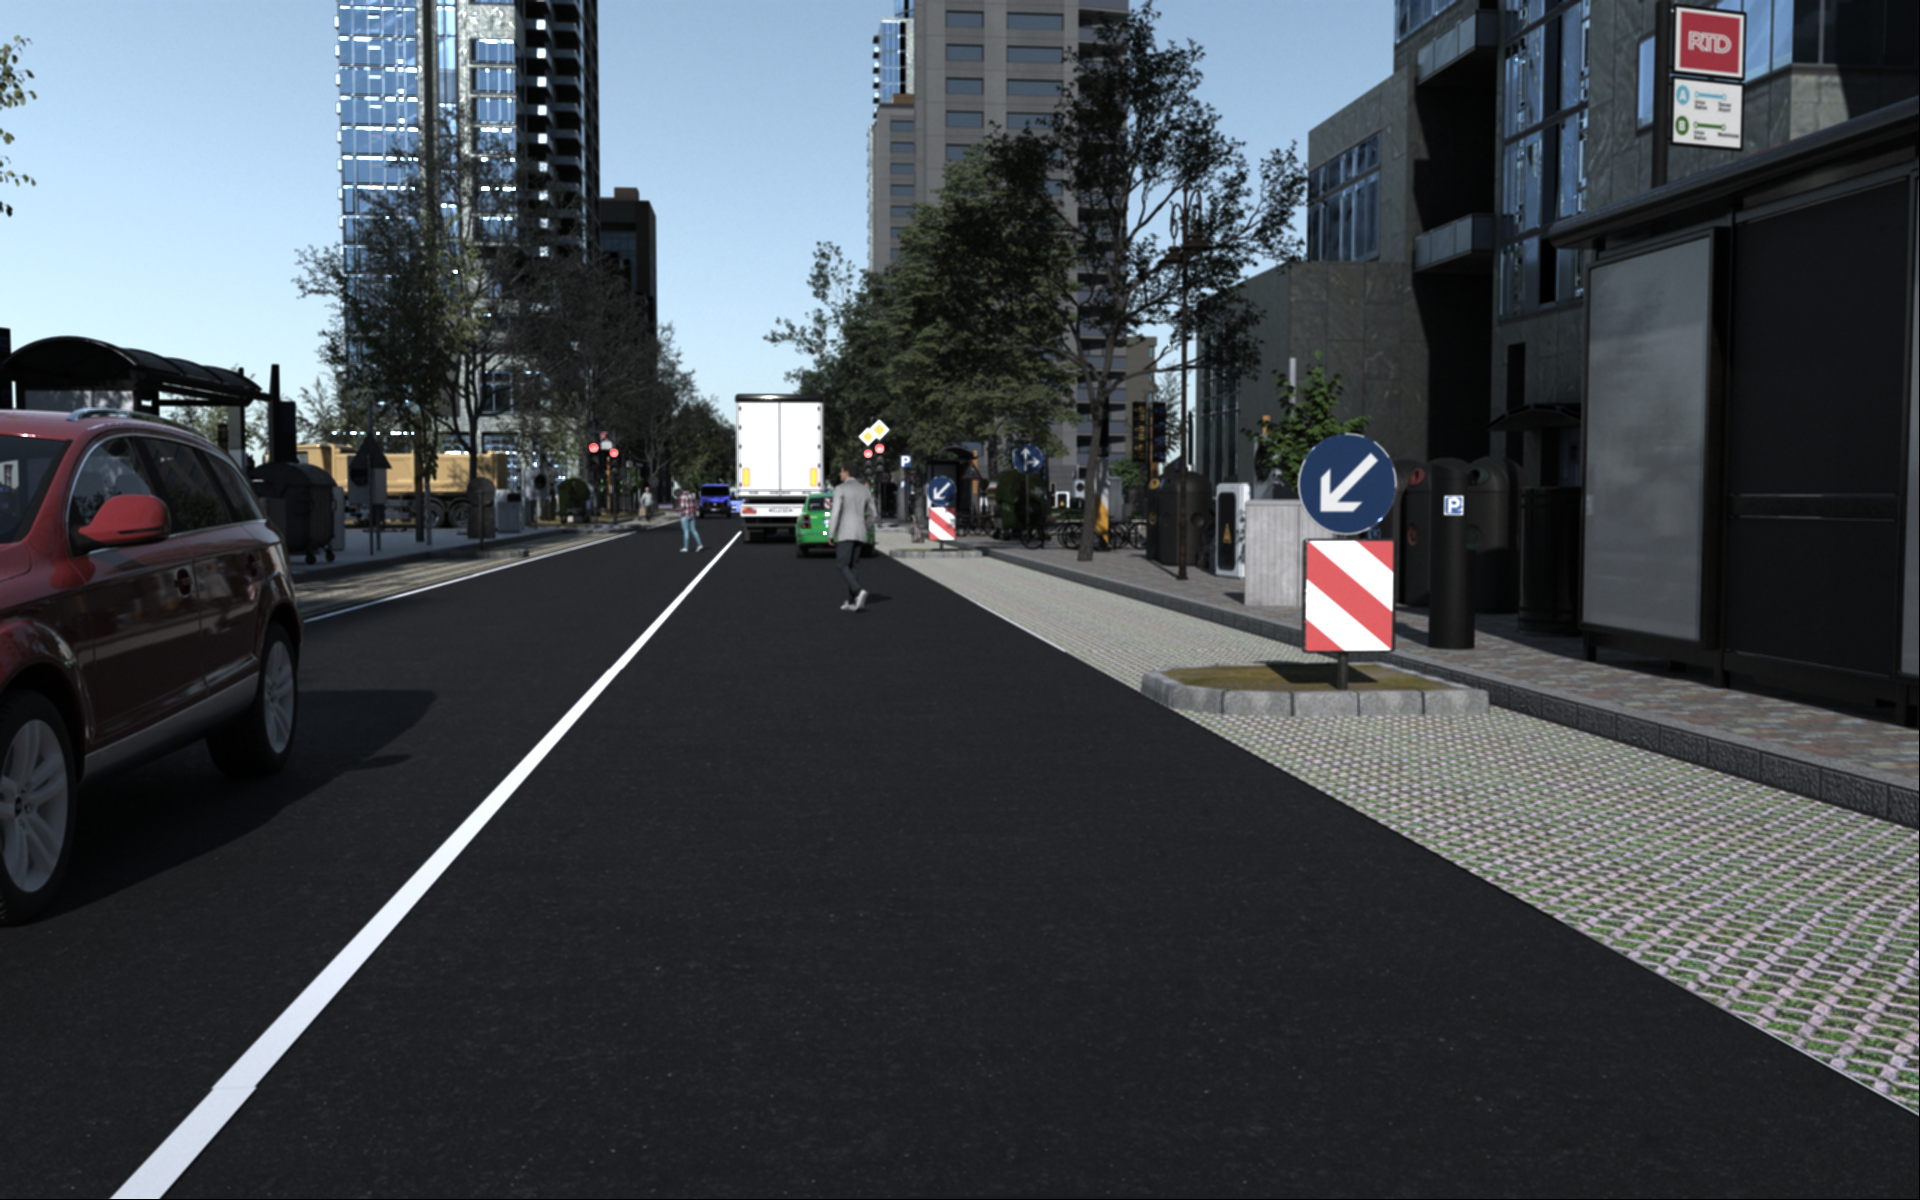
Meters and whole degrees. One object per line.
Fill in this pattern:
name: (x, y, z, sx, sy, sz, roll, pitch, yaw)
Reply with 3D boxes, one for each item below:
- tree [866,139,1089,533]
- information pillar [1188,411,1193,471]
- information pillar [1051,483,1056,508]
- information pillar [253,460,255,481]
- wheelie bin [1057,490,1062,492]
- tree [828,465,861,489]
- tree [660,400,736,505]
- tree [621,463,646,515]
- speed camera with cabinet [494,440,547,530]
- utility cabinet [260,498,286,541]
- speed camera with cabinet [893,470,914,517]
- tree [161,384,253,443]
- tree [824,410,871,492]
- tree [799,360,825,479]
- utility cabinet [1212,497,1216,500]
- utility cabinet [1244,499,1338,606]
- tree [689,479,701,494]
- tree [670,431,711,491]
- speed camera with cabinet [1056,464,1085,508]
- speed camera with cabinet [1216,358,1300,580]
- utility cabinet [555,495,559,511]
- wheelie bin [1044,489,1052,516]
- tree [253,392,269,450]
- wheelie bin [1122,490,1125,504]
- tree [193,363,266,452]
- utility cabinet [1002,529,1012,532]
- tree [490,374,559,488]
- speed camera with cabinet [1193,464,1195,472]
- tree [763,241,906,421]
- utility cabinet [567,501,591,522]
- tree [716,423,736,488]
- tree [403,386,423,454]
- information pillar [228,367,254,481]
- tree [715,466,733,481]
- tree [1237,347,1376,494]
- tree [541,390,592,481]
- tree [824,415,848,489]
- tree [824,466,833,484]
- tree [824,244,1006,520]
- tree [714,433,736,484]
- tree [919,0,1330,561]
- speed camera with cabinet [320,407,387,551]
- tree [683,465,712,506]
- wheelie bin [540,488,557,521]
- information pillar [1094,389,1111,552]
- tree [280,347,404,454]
tree: (0.705, -8.436, 56.062, 7.486, 12.596, 7.792, 0, 3, 0)
information pillar: (6.550, -3.540, 49.232, 0.183, 3.616, 0.504, 1, 4, 14)
information pillar: (6.052, -6.596, 112.335, 0.304, 2.012, 0.304, 1, 4, 9)
information pillar: (-41.239, -6.686, 100.674, 0.504, 3.616, 0.183, -2, 4, -30)
wheelie bin: (7.579, -7.571, 131.693, 0.693, 1.594, 0.980, -1, 4, -16)
tree: (-11.278, -11.392, 169.978, 4.285, 4.588, 4.351, 0, 3, 0)
tree: (-31.627, -17.815, 208.289, 9.611, 12.733, 9.660, 0, 3, 0)
tree: (-20.499, -6.929, 107.898, 1.663, 3.219, 1.824, 0, 3, 0)
speed camera with cabinet: (-15.908, -4.182, 62.719, 0.660, 3.252, 2.038, 2, 4, 34)
utility cabinet: (-11.591, -1.107, 29.255, 0.306, 1.237, 1.020, -2, 4, -28)
speed camera with cabinet: (-3.284, -6.324, 97.740, 0.660, 3.252, 2.038, -1, 4, -14)
tree: (-45.907, -9.407, 104.161, 4.360, 8.622, 3.978, 0, 3, 0)
tree: (-8.733, -11.638, 140.650, 4.737, 8.622, 4.395, 0, 3, 0)
tree: (-9.847, -15.148, 154.317, 9.857, 13.997, 8.962, 0, 3, 0)
utility cabinet: (5.729, -1.690, 38.788, 1.020, 1.237, 0.306, 1, 4, 8)
utility cabinet: (3.800, -0.535, 19.907, 1.020, 1.237, 0.306, 1, 4, 23)
tree: (-28.676, -11.695, 185.809, 1.663, 3.219, 1.824, 0, 3, 0)
tree: (-28.184, -14.046, 180.007, 4.737, 8.622, 4.395, 0, 3, 0)
speed camera with cabinet: (7.157, -7.307, 113.809, 2.038, 3.252, 0.660, -1, 4, -15)
speed camera with cabinet: (4.478, -1.929, 25.871, 0.660, 3.252, 2.038, -1, 4, -15)
utility cabinet: (-31.182, -7.486, 133.553, 1.020, 1.237, 0.306, 2, 4, 25)
wheelie bin: (5.092, -5.774, 102.316, 0.693, 1.594, 0.980, -1, 4, -16)
tree: (-48.902, -10.649, 124.473, 4.360, 8.622, 3.978, 0, 3, 0)
wheelie bin: (12.140, -7.443, 129.601, 0.980, 1.594, 0.693, 0, 4, -1)
tree: (-41.486, -9.025, 97.928, 4.737, 8.622, 4.395, 0, 3, 0)
utility cabinet: (1.671, -2.943, 59.282, 0.306, 1.237, 1.020, 1, 4, 14)
tree: (-24.351, -9.023, 97.882, 4.360, 8.622, 3.978, 0, 3, 0)
speed camera with cabinet: (16.052, -7.362, 114.701, 0.660, 3.252, 2.038, -2, 4, -30)
tree: (-8.050, -16.828, 131.021, 12.611, 20.169, 13.585, 0, 3, 0)
utility cabinet: (-17.242, -4.252, 78.192, 1.173, 1.500, 0.318, 1, 4, 18)
tree: (-41.240, -24.379, 305.258, 9.857, 13.997, 8.962, 0, 3, 0)
tree: (-30.912, -8.773, 93.806, 4.360, 8.622, 3.978, 0, 3, 0)
information pillar: (-13.454, -2.503, 32.272, 0.504, 3.616, 0.183, 3, 5, 40)
tree: (-37.492, -19.908, 259.904, 7.601, 10.594, 8.767, 2, 4, 28)
tree: (4.735, -1.733, 22.935, 1.663, 3.219, 1.824, 0, 3, 0)
tree: (-26.493, -10.123, 115.878, 4.737, 8.622, 4.395, 0, 3, 0)
tree: (-15.833, -17.147, 206.107, 9.928, 11.665, 9.643, 0, 3, 0)
tree: (-24.131, -22.777, 290.526, 7.486, 12.596, 7.792, 0, 3, 0)
tree: (-2.076, -10.981, 86.188, 9.857, 13.997, 8.962, 0, 3, 0)
tree: (-40.700, -22.323, 290.727, 9.928, 11.665, 9.643, 0, 3, 0)
tree: (2.641, -6.010, 32.677, 7.601, 10.594, 8.767, 3, 5, 42)
speed camera with cabinet: (-14.055, -2.744, 39.206, 2.038, 3.252, 0.660, 1, 4, 11)
tree: (-29.325, -12.852, 193.840, 4.285, 4.588, 4.351, 0, 3, 0)
wheelie bin: (-19.852, -4.624, 83.508, 0.693, 1.594, 0.980, -3, 5, -43)
information pillar: (3.147, -2.893, 38.653, 0.183, 3.616, 0.504, 3, 5, 43)
tree: (-30.794, -8.271, 85.588, 4.360, 8.622, 3.978, 0, 3, 0)
